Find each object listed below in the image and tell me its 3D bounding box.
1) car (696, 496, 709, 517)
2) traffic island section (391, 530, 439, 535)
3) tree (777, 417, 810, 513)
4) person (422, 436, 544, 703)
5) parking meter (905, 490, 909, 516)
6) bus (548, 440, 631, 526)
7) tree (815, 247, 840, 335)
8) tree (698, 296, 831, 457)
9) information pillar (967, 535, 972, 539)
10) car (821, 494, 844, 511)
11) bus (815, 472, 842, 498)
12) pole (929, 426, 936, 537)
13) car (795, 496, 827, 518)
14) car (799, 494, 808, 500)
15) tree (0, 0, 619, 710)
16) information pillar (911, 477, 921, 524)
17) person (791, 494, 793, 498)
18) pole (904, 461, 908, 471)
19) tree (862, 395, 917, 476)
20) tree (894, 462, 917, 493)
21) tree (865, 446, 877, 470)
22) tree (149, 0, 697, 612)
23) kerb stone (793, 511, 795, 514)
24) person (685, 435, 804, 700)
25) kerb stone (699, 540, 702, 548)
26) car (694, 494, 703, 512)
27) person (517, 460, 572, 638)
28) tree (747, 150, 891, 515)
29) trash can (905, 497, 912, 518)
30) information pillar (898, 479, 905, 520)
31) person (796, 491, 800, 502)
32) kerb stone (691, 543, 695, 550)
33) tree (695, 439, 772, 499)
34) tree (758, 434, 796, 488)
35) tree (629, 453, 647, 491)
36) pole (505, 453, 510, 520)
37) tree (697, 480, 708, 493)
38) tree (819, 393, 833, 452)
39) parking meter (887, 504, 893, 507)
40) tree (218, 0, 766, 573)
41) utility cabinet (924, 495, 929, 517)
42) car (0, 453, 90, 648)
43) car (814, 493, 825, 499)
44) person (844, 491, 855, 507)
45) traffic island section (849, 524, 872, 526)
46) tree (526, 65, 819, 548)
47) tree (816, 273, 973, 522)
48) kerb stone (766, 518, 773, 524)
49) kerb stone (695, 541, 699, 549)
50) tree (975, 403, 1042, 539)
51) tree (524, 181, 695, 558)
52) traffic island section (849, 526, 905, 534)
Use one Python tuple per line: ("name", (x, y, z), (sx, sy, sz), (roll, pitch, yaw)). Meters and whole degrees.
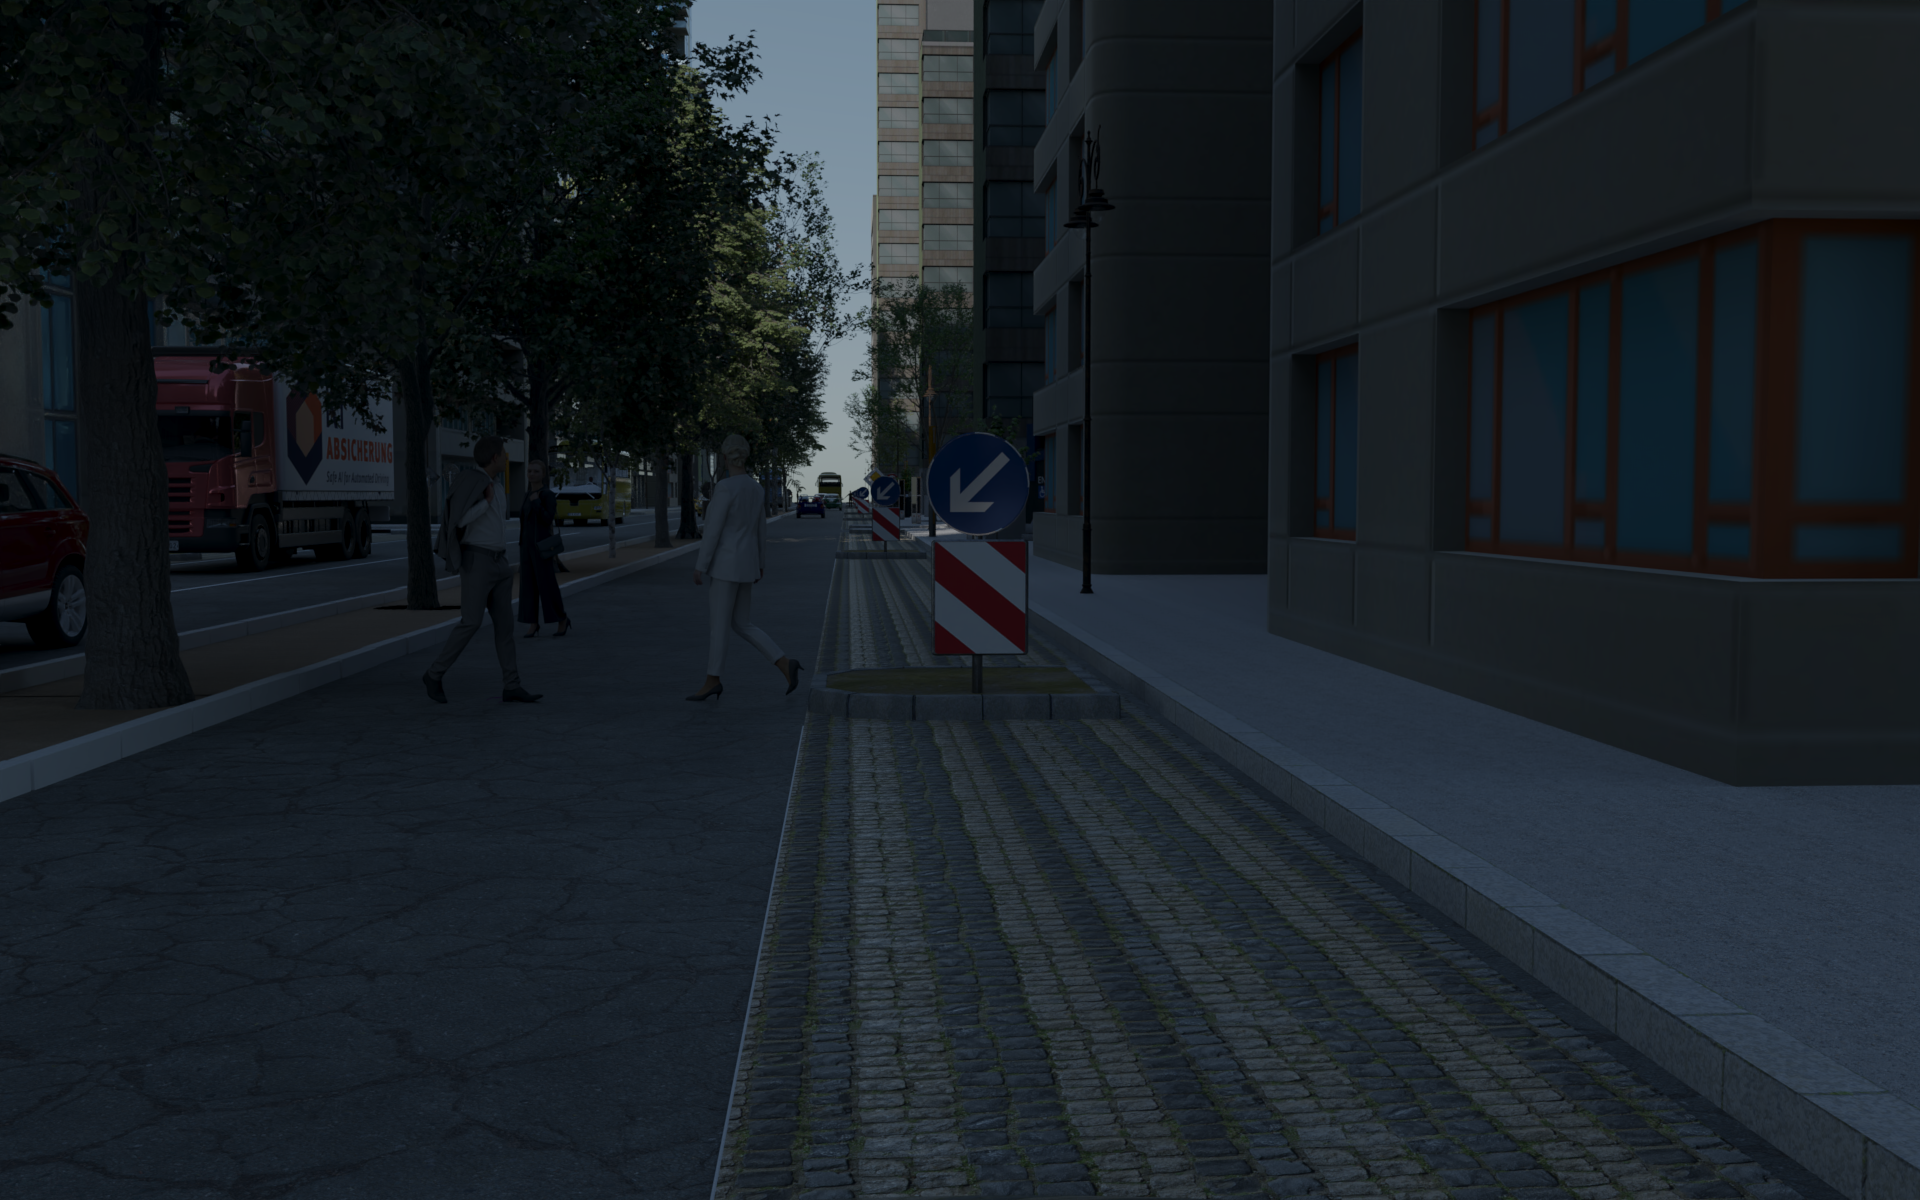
("car", (-15.936, -6.199, 111.584), (2.015, 1.641, 3.980), (0, 4, -3))
("traffic island section", (-19.109, -2.453, 62.380), (2.009, 0.180, 2.903), (0, 4, -4))
("tree", (-14.433, -11.709, 144.258), (4.360, 8.622, 3.978), (0, 3, 0))
("person", (-3.295, -0.199, 11.858), (0.850, 1.850, 0.679), (1, 4, 10))
("parking meter", (-3.132, -5.646, 100.726), (0.372, 1.533, 0.369), (0, 3, 0))
("bus", (-17.173, -5.443, 80.539), (2.896, 3.916, 12.252), (0, 4, -5))
("tree", (-8.644, -8.271, 54.702), (9.611, 12.733, 9.660), (0, 3, 0))
("tree", (-10.522, -8.939, 83.021), (8.767, 10.594, 7.601), (0, 4, -4))
("information pillar", (0.367, -2.465, 44.787), (0.304, 2.012, 0.304), (2, 4, 28))
("car", (-11.130, -8.460, 150.126), (2.131, 1.459, 4.920), (0, 4, -4))
("bus", (-14.588, -12.309, 192.798), (2.896, 3.916, 12.252), (0, 4, -5))
("pole", (-0.825, -3.549, 51.864), (0.158, 3.312, 0.155), (0, 3, 0))
("car", (-8.936, -5.573, 103.703), (1.945, 1.354, 3.894), (0, 4, -5))
("car", (-26.139, -16.998, 289.912), (2.014, 1.417, 4.499), (0, 4, -5))
("tree", (-5.544, -6.244, 11.195), (9.857, 13.997, 8.962), (0, 3, 0))
("information pillar", (-1.882, -4.287, 74.579), (0.304, 2.012, 0.304), (3, 5, 39))
("person", (-28.934, -17.730, 298.320), (0.705, 1.831, 1.348), (-1, 4, -11))
("pole", (-3.285, -6.839, 105.653), (0.158, 3.312, 0.155), (0, 3, 0))
("tree", (-5.029, -10.882, 128.289), (4.737, 8.622, 4.395), (0, 3, 0))
("tree", (-3.255, -6.637, 103.115), (1.663, 3.219, 1.824), (0, 3, 0))
("tree", (-10.823, -17.356, 234.131), (4.360, 8.622, 3.978), (0, 3, 0))
("tree", (-6.759, -5.686, 21.182), (9.928, 11.665, 9.643), (0, 3, 0))
("kerb stone", (-11.896, -6.097, 121.920), (0.120, 0.150, 1.000), (0, 4, -4))
("person", (-1.500, -0.222, 12.004), (0.818, 1.842, 0.514), (0, 4, 5))
("kerb stone", (-6.956, -1.430, 45.678), (0.120, 0.150, 1.000), (0, 4, -4))
("car", (-20.567, -7.994, 140.931), (2.015, 1.641, 3.980), (0, 4, -2))
("person", (-4.227, -0.520, 17.421), (0.576, 1.772, 0.534), (1, 4, 19))
("tree", (-10.323, -14.431, 94.294), (12.611, 20.169, 13.585), (0, 3, 0))
("trash can", (-2.932, -5.041, 94.076), (0.748, 1.137, 0.748), (0, 3, 0))
("information pillar", (-2.939, -5.046, 86.996), (0.304, 2.012, 0.304), (0, 4, -6))
("person", (-22.231, -14.029, 237.500), (0.705, 1.869, 1.348), (0, 4, 7))
("kerb stone", (-6.834, -1.311, 43.632), (0.120, 0.150, 1.000), (0, 4, -4))
("tree", (-8.839, -6.672, 61.901), (4.360, 8.622, 3.978), (0, 3, 0))
("tree", (-13.461, -10.542, 125.181), (4.737, 8.622, 4.395), (0, 3, 0))
("tree", (-27.342, -11.739, 142.295), (4.360, 8.622, 3.978), (0, 3, 0))
("pole", (-22.273, -5.585, 85.156), (0.158, 3.312, 0.155), (0, 3, 0))
("tree", (-30.558, -13.049, 207.960), (1.663, 3.219, 1.824), (0, 3, 0))
("tree", (-11.568, -11.255, 104.596), (7.486, 12.596, 7.792), (0, 3, 0))
("parking meter", (-4.311, -5.974, 106.081), (0.372, 1.533, 0.369), (0, 3, 0))
("tree", (-7.606, -6.820, 30.967), (9.611, 12.733, 9.660), (0, 3, 0))
("utility cabinet", (-1.849, -5.294, 97.721), (0.306, 1.237, 1.020), (0, 4, 3))
("car", (-9.237, -0.366, 14.665), (2.281, 1.827, 5.304), (0, 4, -3))
("car", (-13.180, -9.507, 164.486), (2.155, 1.783, 4.494), (0, 4, -5))
("person", (-11.768, -10.835, 185.788), (1.348, 1.807, 0.705), (-1, 4, -23))
("traffic island section", (-3.567, -3.003, 71.379), (2.009, 0.180, 2.903), (0, 4, -4))
("tree", (-7.767, -7.623, 45.221), (7.486, 12.596, 7.792), (0, 3, 0))
("tree", (-1.230, -9.480, 80.751), (9.928, 11.665, 9.643), (0, 3, 0))
("kerb stone", (-9.709, -4.024, 88.162), (0.120, 0.150, 1.000), (0, 4, -4))
("kerb stone", (-6.892, -1.374, 44.652), (0.120, 0.150, 1.000), (0, 4, -4))
("tree", (0.748, -2.607, 37.220), (1.663, 3.219, 1.824), (0, 3, 0))
("tree", (-7.805, -5.246, 38.595), (4.737, 8.622, 4.395), (0, 3, 0))
("traffic island section", (-3.051, -2.516, 63.411), (2.009, 0.180, 2.903), (0, 4, -4))
